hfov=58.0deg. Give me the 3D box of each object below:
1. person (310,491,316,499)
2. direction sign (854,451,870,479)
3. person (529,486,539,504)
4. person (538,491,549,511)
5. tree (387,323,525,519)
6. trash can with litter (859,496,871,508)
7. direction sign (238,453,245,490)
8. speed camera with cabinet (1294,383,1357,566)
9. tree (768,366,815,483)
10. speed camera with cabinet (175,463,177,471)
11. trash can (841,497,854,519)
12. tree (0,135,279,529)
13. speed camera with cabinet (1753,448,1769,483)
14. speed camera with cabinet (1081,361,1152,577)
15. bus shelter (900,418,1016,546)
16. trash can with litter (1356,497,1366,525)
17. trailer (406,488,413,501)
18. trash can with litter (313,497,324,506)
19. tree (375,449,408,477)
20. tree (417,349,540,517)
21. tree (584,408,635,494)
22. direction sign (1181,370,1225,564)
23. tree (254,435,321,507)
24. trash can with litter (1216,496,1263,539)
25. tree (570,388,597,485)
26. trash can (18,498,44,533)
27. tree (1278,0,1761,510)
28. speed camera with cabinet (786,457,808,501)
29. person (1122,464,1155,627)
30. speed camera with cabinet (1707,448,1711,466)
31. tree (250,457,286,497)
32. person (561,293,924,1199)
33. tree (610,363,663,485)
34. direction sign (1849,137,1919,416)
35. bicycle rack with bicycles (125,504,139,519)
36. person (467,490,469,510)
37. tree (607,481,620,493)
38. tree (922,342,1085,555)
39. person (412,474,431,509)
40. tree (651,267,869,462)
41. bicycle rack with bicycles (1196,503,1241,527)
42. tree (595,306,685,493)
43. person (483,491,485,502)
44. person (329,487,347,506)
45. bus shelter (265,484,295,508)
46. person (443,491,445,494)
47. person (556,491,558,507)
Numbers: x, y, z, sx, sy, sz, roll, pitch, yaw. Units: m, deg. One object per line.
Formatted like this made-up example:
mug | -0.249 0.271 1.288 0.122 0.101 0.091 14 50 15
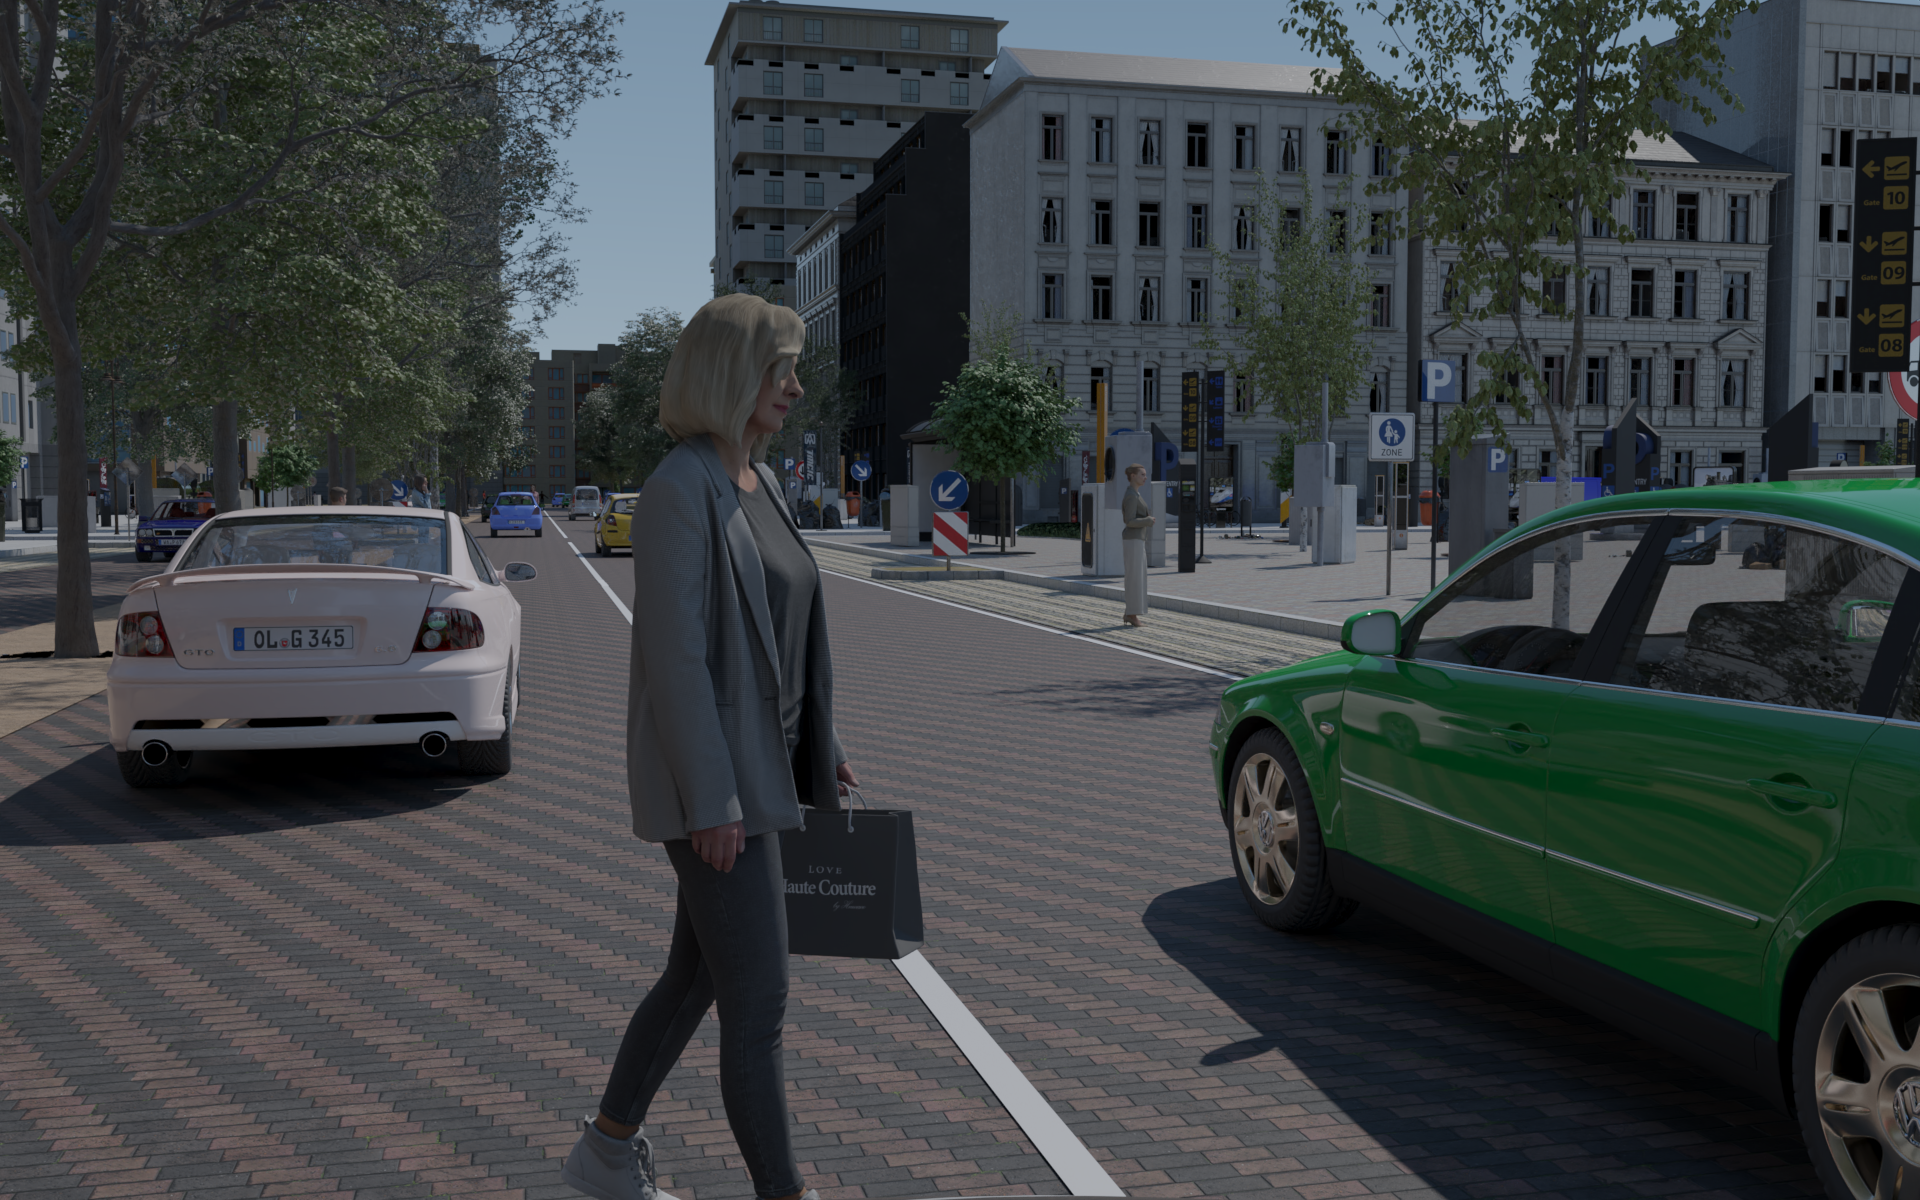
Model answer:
person | -76.055 -11.911 203.950 0.721 1.736 1.217 1 4 17
direction sign | -5.218 -6.117 92.006 0.876 3.537 0.379 -2 4 -25
person | -19.769 -4.383 80.179 0.555 1.821 0.388 -2 4 -30
person | -36.392 -8.659 150.903 1.217 1.723 0.721 0 4 3
tree | -28.686 -10.448 99.030 9.928 11.665 9.643 0 3 0
trash can with litter | -4.486 -4.566 86.047 1.055 1.170 0.624 1 4 20
direction sign | -39.294 -6.285 94.763 0.379 3.537 0.876 -3 5 -42
speed camera with cabinet | 6.657 -2.274 31.516 0.660 3.252 2.038 2 4 29
tree | -9.336 -7.789 77.717 4.360 8.622 3.978 0 3 0
speed camera with cabinet | -43.448 -6.114 94.294 2.038 3.252 0.660 -1 4 -9
trash can | -5.720 -4.683 88.227 0.748 1.137 0.748 0 3 0
tree | -29.210 -9.504 62.054 9.857 13.997 8.962 0 3 0
speed camera with cabinet | 34.569 -4.963 75.477 0.660 3.252 2.038 0 4 -7
speed camera with cabinet | 2.367 -1.966 26.484 0.660 3.252 2.038 -1 4 -10
bus shelter | 0.019 -3.092 44.477 2.014 3.302 5.546 -1 4 -14
trash can with litter | 16.455 -3.795 73.114 2.233 1.210 1.678 0 4 7
trailer | -50.301 -9.282 158.811 1.471 1.999 3.904 -1 4 -15
trash can with litter | -45.783 -6.896 124.142 0.624 1.170 1.055 2 4 25
tree | -59.857 -15.363 185.591 8.767 10.594 7.601 2 4 26
tree | -31.263 -11.562 108.509 9.611 12.733 9.660 0 3 0
tree | -33.526 -14.544 172.199 8.767 10.594 7.601 1 4 22
direction sign | 4.477 -2.446 31.982 0.876 3.537 0.379 3 4 36
tree | -36.429 -6.732 93.780 4.285 4.588 4.351 0 3 0
trash can with litter | 7.971 -2.383 50.014 1.678 1.210 2.233 3 5 40
tree | -39.934 -17.849 198.488 9.857 13.997 8.962 0 3 0
trash can | -30.420 -2.759 56.762 0.748 1.137 0.748 0 3 0
tree | 5.183 -3.977 15.392 4.737 8.622 4.395 0 3 0
speed camera with cabinet | -8.192 -5.947 91.567 2.038 3.252 0.660 2 4 23
person | 1.914 -0.583 18.584 0.362 1.759 0.519 0 4 6
speed camera with cabinet | 32.244 -4.835 73.389 0.660 3.252 2.038 0 4 -5
tree | -35.975 -5.848 90.218 1.663 3.219 1.824 0 3 0
person | -0.425 0.328 3.316 0.728 1.800 0.709 1 4 18
tree | -26.534 -14.132 149.184 7.486 12.596 7.792 0 3 0
direction sign | 6.151 -1.166 11.062 0.876 3.537 0.379 1 4 12
bicycle rack with bicycles | -40.760 -4.606 88.696 2.925 0.926 2.852 1 4 11
person | -44.595 -9.046 156.533 0.705 1.807 1.348 0 4 7
tree | -41.286 -12.977 206.768 1.663 3.219 1.824 0 3 0
tree | 0.853 -3.269 37.157 4.285 4.588 4.351 0 3 0
person | -9.810 -1.389 31.476 0.793 1.790 0.793 3 5 42
tree | -7.934 -8.342 70.801 8.767 10.594 7.601 -1 4 -16
bicycle rack with bicycles | 9.410 -3.416 69.232 2.925 0.926 2.852 2 4 34
tree | -19.430 -12.866 117.010 9.857 13.997 8.962 0 3 0
person | -53.374 -11.374 194.405 0.705 1.831 1.348 0 4 -7
person | -7.082 -0.518 19.567 0.503 1.515 0.523 -3 4 -38
bus shelter | -38.599 -6.434 99.125 2.014 3.302 5.546 -1 4 -14
person | -48.877 -9.501 164.363 0.617 1.759 0.750 1 4 22
person | -44.641 -11.164 191.588 0.434 1.755 0.990 0 4 -1
